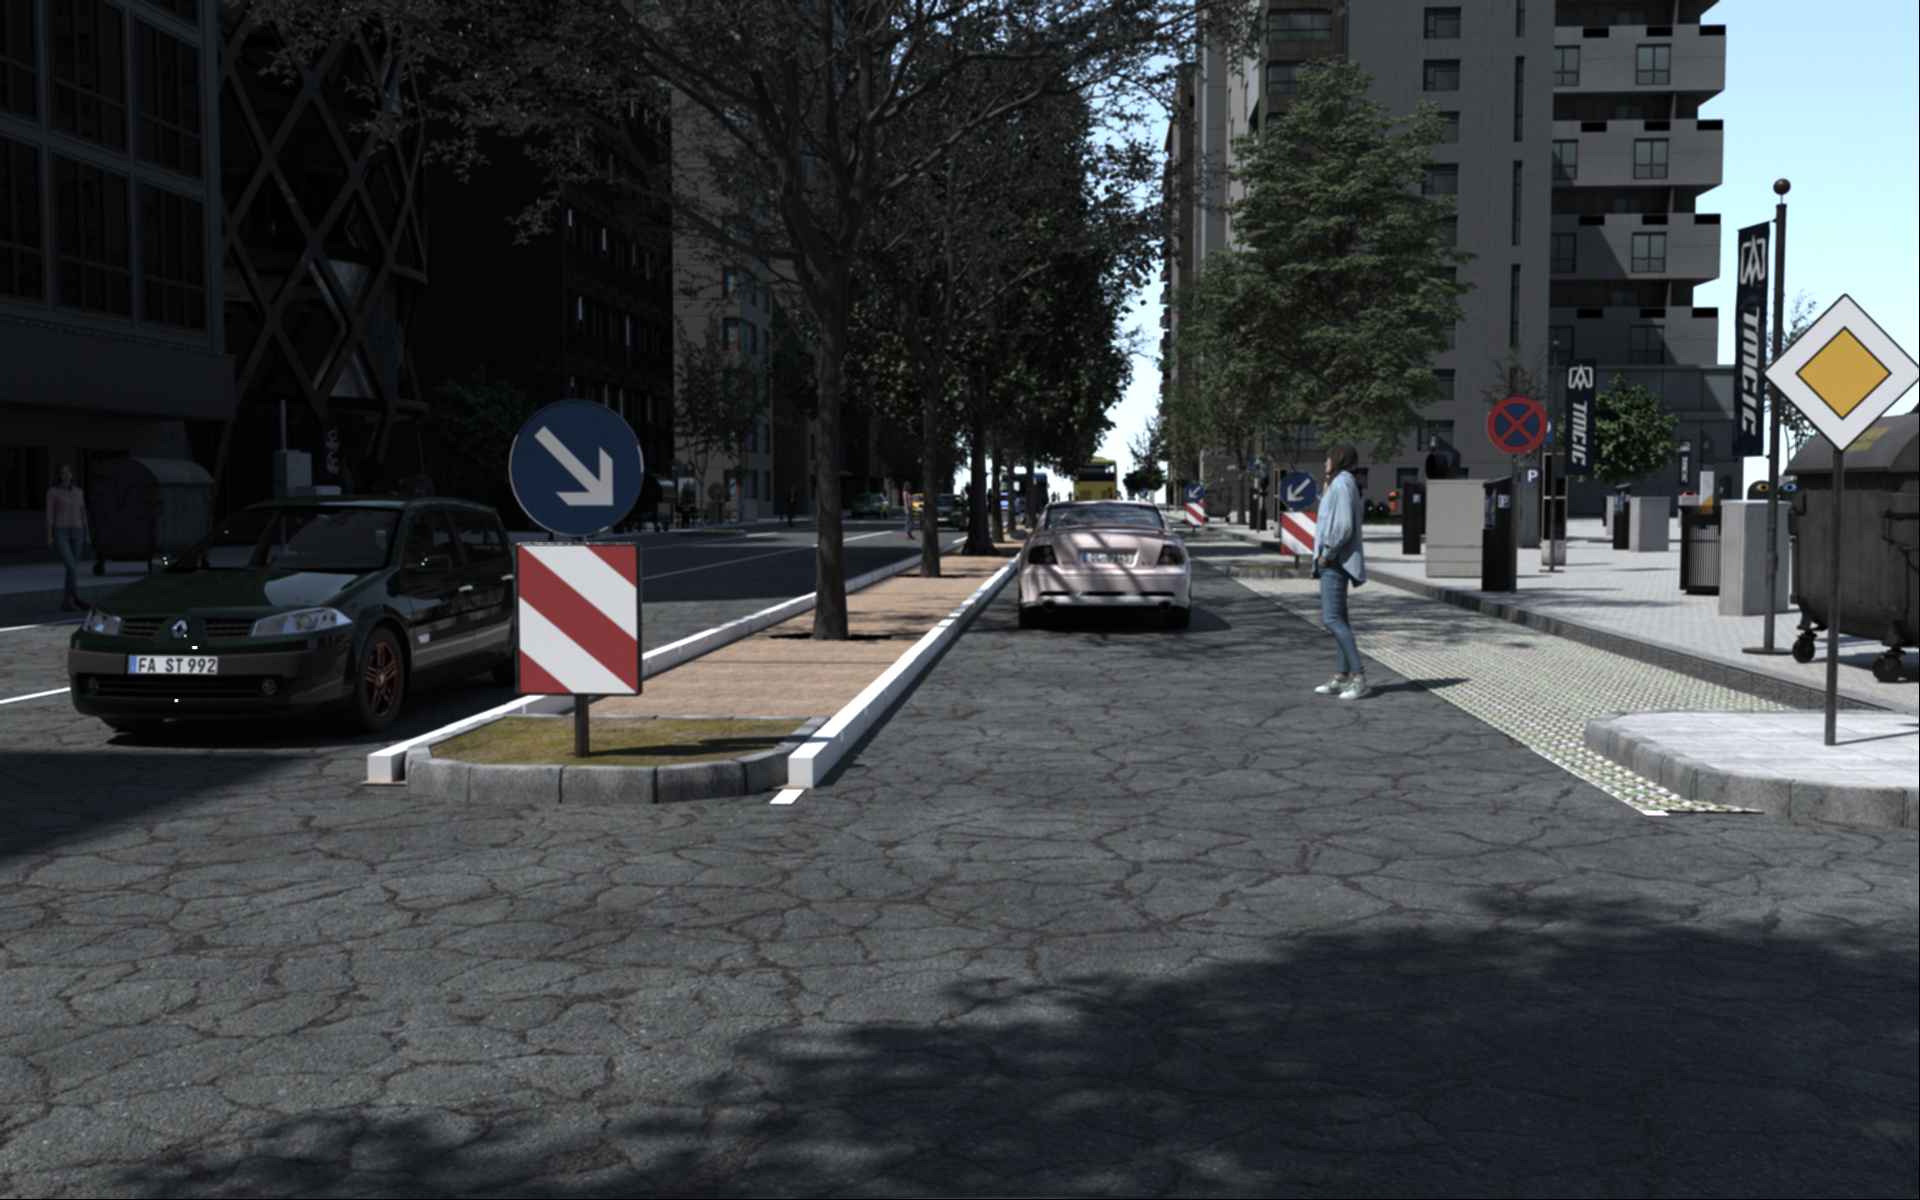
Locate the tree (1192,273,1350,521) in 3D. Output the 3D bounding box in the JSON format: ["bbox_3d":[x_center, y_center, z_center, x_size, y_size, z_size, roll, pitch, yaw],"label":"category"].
[{"bbox_3d":[10.157,-6.308,53.493,4.737,8.622,4.395,0,3,0],"label":"tree"}]

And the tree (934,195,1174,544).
[{"bbox_3d":[0.989,-7.457,50.139,9.928,11.665,9.643,0,3,0],"label":"tree"}]

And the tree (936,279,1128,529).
[{"bbox_3d":[2.973,-9.194,70.906,7.486,12.596,7.792,0,3,0],"label":"tree"}]

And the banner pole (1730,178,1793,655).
[{"bbox_3d":[6.501,-1.472,14.082,0.401,3.779,0.863,0,4,-5],"label":"banner pole"}]

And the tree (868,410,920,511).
[{"bbox_3d":[-5.211,-11.107,131.956,4.737,8.622,4.395,0,3,0],"label":"tree"}]

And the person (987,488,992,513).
[{"bbox_3d":[2.260,-7.432,129.643,0.705,1.869,1.348,-1,4,-17],"label":"person"}]

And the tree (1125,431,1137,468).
[{"bbox_3d":[16.986,-12.459,154.065,4.737,8.622,4.395,0,3,0],"label":"tree"}]

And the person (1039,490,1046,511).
[{"bbox_3d":[6.874,-8.269,144.404,0.721,1.736,1.217,2,4,28],"label":"person"}]

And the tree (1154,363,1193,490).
[{"bbox_3d":[12.609,-8.083,82.524,4.737,8.622,4.395,0,3,0],"label":"tree"}]

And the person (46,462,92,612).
[{"bbox_3d":[-10.897,-0.772,21.129,0.388,1.821,0.555,1,4,22],"label":"person"}]

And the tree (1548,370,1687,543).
[{"bbox_3d":[17.468,-3.816,46.106,4.285,4.588,4.351,0,3,0],"label":"tree"}]

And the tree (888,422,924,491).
[{"bbox_3d":[-3.332,-14.926,162.161,7.486,12.596,7.792,0,3,0],"label":"tree"}]

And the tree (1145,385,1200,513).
[{"bbox_3d":[14.477,-10.129,115.964,4.360,8.622,3.978,0,3,0],"label":"tree"}]

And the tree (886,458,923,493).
[{"bbox_3d":[-4.658,-10.071,148.381,4.285,4.588,4.351,0,3,0],"label":"tree"}]

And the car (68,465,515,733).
[{"bbox_3d":[-4.189,-0.116,11.679,2.009,1.686,4.222,0,4,5],"label":"car"}]

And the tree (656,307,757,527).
[{"bbox_3d":[-10.144,-7.210,68.250,4.737,8.622,4.395,0,3,0],"label":"tree"}]

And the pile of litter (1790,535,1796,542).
[{"bbox_3d":[21.934,-1.996,46.600,1.719,0.858,1.176,0,4,1],"label":"pile of litter"}]

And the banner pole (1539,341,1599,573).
[{"bbox_3d":[9.934,-2.339,28.255,0.863,3.779,0.401,2,4,25],"label":"banner pole"}]

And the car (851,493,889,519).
[{"bbox_3d":[-5.261,-5.661,101.357,1.959,1.807,4.718,0,4,5],"label":"car"}]

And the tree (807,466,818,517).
[{"bbox_3d":[-7.739,-6.398,99.212,1.663,3.219,1.824,0,3,0],"label":"tree"}]

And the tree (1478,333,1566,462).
[{"bbox_3d":[26.215,-7.933,80.068,4.360,8.622,3.978,0,3,0],"label":"tree"}]

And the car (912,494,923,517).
[{"bbox_3d":[-2.335,-5.916,106.956,2.015,1.641,3.980,0,4,4],"label":"car"}]

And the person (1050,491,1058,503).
[{"bbox_3d":[9.324,-9.954,172.183,0.756,1.711,0.436,1,4,19],"label":"person"}]

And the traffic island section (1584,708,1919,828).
[{"bbox_3d":[4.462,0.821,8.853,2.009,0.180,2.903,0,4,4],"label":"traffic island section"}]

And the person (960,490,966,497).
[{"bbox_3d":[0.165,-6.918,122.274,0.621,1.740,0.551,0,4,-4],"label":"person"}]

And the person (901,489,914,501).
[{"bbox_3d":[-3.639,-7.204,126.375,1.348,1.812,0.705,1,4,18],"label":"person"}]

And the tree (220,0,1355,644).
[{"bbox_3d":[-1.295,-6.358,16.787,12.009,13.543,11.850,0,3,0],"label":"tree"}]

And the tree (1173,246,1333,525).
[{"bbox_3d":[11.790,-8.928,71.724,9.928,11.665,9.643,0,3,0],"label":"tree"}]

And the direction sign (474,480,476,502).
[{"bbox_3d":[-15.451,-3.862,55.142,0.876,3.537,0.379,1,4,9],"label":"direction sign"}]

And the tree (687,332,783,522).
[{"bbox_3d":[-10.051,-7.800,77.890,4.360,8.622,3.978,0,3,0],"label":"tree"}]

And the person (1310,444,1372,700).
[{"bbox_3d":[2.730,-0.219,12.344,0.793,1.790,0.793,-1,4,-17],"label":"person"}]

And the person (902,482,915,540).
[{"bbox_3d":[-1.610,-2.801,54.308,0.388,1.821,0.555,0,4,3],"label":"person"}]

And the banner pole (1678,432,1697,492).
[{"bbox_3d":[29.311,-4.874,69.705,0.401,3.779,0.863,-3,5,-41],"label":"banner pole"}]

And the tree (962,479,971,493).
[{"bbox_3d":[1.060,-13.815,220.470,1.663,3.219,1.824,0,3,0],"label":"tree"}]

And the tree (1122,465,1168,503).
[{"bbox_3d":[20.523,-13.098,197.871,4.285,4.588,4.351,0,3,0],"label":"tree"}]

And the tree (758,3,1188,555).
[{"bbox_3d":[0.439,-7.389,40.269,9.611,12.733,9.660,0,3,0],"label":"tree"}]

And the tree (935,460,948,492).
[{"bbox_3d":[-2.678,-14.147,181.659,4.360,8.622,3.978,0,3,0],"label":"tree"}]

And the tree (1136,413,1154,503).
[{"bbox_3d":[12.583,-8.779,93.901,4.737,8.622,4.395,0,3,0],"label":"tree"}]

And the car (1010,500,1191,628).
[{"bbox_3d":[1.610,-0.466,19.978,2.083,1.381,4.827,0,4,3],"label":"car"}]

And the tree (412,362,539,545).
[{"bbox_3d":[-11.945,-3.648,43.361,4.285,4.588,4.351,0,3,0],"label":"tree"}]

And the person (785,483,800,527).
[{"bbox_3d":[-7.418,-4.216,76.793,0.474,1.900,0.648,2,4,32],"label":"person"}]

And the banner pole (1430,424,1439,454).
[{"bbox_3d":[17.145,-4.440,62.616,0.401,3.779,0.863,0,4,-6],"label":"banner pole"}]

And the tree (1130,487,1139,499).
[{"bbox_3d":[20.696,-12.688,202.043,1.663,3.219,1.824,0,3,0],"label":"tree"}]

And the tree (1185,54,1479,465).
[{"bbox_3d":[9.902,-7.817,45.939,7.486,12.596,7.792,0,3,0],"label":"tree"}]

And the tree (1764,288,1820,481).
[{"bbox_3d":[29.763,-6.791,61.399,4.360,8.622,3.978,0,3,0],"label":"tree"}]

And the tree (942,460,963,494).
[{"bbox_3d":[-1.223,-15.120,197.581,4.737,8.622,4.395,0,3,0],"label":"tree"}]

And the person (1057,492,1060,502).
[{"bbox_3d":[13.435,-13.765,234.345,0.721,1.735,1.217,0,4,-5],"label":"person"}]

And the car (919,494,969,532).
[{"bbox_3d":[-0.531,-3.501,67.028,2.009,1.686,4.222,0,4,5],"label":"car"}]

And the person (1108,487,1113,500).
[{"bbox_3d":[8.757,-5.639,100.634,0.705,1.831,1.348,1,4,13],"label":"person"}]

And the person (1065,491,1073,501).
[{"bbox_3d":[12.932,-11.895,202.993,1.348,1.822,0.705,-1,4,-10],"label":"person"}]
